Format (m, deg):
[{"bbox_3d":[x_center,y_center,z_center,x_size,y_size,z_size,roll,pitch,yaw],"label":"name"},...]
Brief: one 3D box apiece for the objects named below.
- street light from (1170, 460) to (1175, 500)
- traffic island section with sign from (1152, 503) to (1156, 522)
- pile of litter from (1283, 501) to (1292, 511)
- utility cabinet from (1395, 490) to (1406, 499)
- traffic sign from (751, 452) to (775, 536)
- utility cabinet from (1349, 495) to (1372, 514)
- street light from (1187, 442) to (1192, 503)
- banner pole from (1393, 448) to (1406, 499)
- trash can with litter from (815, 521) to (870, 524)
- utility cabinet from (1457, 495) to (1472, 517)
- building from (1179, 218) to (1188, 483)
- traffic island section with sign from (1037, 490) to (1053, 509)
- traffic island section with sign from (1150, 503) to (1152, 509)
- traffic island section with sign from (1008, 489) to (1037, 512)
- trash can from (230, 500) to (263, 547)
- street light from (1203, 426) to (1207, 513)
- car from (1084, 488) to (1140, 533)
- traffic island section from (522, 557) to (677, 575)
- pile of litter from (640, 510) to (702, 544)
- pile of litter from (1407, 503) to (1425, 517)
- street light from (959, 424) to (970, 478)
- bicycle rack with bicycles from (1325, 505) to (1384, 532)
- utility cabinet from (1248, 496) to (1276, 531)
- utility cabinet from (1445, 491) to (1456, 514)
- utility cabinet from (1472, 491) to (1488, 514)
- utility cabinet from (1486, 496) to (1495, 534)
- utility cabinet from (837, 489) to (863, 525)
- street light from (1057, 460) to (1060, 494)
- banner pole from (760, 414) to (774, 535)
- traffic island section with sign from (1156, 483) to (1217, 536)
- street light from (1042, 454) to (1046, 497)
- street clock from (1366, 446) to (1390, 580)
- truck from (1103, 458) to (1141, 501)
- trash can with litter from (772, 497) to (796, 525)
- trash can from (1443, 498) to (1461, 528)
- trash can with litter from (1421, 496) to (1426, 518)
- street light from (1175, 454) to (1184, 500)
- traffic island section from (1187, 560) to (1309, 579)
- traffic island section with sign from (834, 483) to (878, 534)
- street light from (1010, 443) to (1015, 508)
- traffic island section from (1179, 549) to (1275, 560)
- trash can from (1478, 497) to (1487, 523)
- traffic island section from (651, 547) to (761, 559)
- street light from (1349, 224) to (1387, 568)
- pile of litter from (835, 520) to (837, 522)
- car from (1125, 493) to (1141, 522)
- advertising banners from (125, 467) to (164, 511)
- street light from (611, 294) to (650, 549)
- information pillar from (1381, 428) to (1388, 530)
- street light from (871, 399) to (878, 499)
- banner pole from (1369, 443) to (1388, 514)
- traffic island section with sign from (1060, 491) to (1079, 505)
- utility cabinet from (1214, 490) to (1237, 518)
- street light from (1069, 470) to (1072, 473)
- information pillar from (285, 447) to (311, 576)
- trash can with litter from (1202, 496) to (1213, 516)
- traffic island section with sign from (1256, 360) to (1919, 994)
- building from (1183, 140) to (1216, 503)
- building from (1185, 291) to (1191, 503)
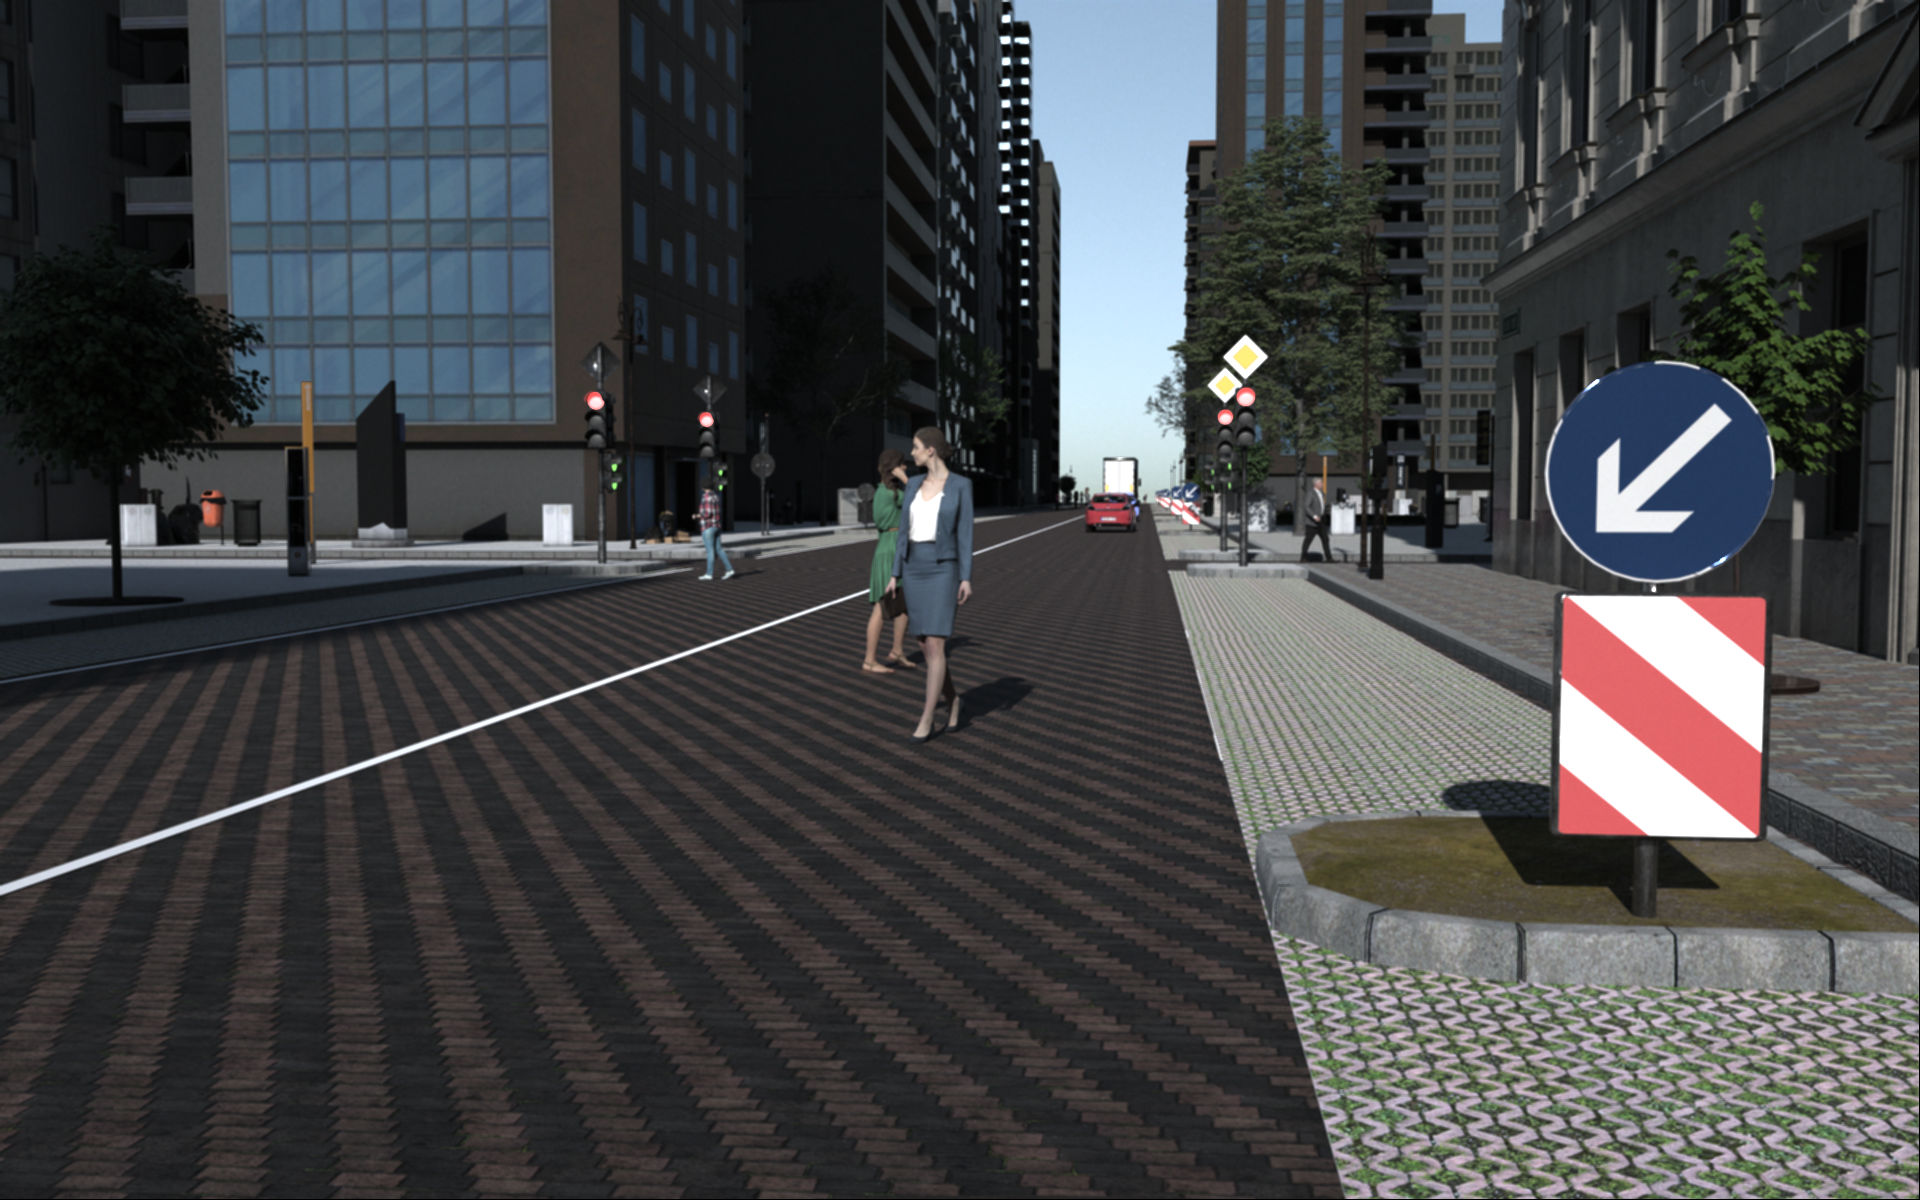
[{"bbox_3d":[28.997,-15.997,234.331,0.468,5.910,1.993,0,4,6],"label":"street light"},{"bbox_3d":[10.873,-4.832,87.628,1.989,1.847,2.006,0,4,6],"label":"traffic island section with sign"},{"bbox_3d":[19.778,-5.441,102.926,1.176,0.858,1.719,3,5,43],"label":"pile of litter"},{"bbox_3d":[25.071,-5.507,98.716,0.318,1.500,1.173,2,4,29],"label":"utility cabinet"},{"bbox_3d":[-6.043,-3.237,53.029,0.768,2.556,0.104,1,4,10],"label":"traffic sign"},{"bbox_3d":[18.229,-4.138,78.813,1.020,1.237,0.306,1,4,13],"label":"utility cabinet"},{"bbox_3d":[20.150,-10.966,152.086,0.468,5.910,1.993,0,4,6],"label":"street light"},{"bbox_3d":[23.627,-6.327,93.460,0.863,3.779,0.401,-1,4,-12],"label":"banner pole"},{"bbox_3d":[-5.099,-3.871,74.348,2.233,1.210,1.678,1,4,16],"label":"trash can with litter"},{"bbox_3d":[27.869,-5.172,95.726,1.020,1.237,0.306,-3,5,-39],"label":"utility cabinet"},{"bbox_3d":[44.511,-38.835,254.552,23.786,49.044,30.456,0,4,6],"label":"building"},{"bbox_3d":[7.849,-9.613,165.804,1.989,1.847,2.006,0,4,6],"label":"traffic island section with sign"},{"bbox_3d":[16.337,-7.924,138.185,1.989,1.847,2.006,0,4,6],"label":"traffic island section with sign"},{"bbox_3d":[4.907,-7.952,138.642,1.989,1.847,2.006,0,4,6],"label":"traffic island section with sign"},{"bbox_3d":[-17.502,-1.888,42.519,0.748,1.137,0.748,0,3,0],"label":"trash can"},{"bbox_3d":[16.303,-8.726,115.457,0.468,5.910,1.993,0,4,6],"label":"street light"},{"bbox_3d":[5.778,-3.489,66.083,2.155,1.783,4.494,0,4,8],"label":"car"},{"bbox_3d":[-6.624,-0.594,31.994,2.009,0.180,2.903,0,4,6],"label":"traffic island section"},{"bbox_3d":[-7.549,-1.920,45.360,1.719,0.858,1.176,-1,4,-17],"label":"pile of litter"},{"bbox_3d":[21.259,-4.135,81.570,1.719,0.858,1.176,1,4,18],"label":"pile of litter"},{"bbox_3d":[0.175,-8.606,113.490,0.468,5.910,1.993,0,4,6],"label":"street light"},{"bbox_3d":[12.872,-2.769,58.660,2.925,0.926,2.852,-3,5,-39],"label":"bicycle rack with bicycles"},{"bbox_3d":[10.597,-3.040,60.864,1.020,1.237,0.306,3,5,40],"label":"utility cabinet"},{"bbox_3d":[31.058,-6.178,109.693,0.318,1.500,1.173,3,4,36],"label":"utility cabinet"},{"bbox_3d":[32.320,-6.058,107.726,1.173,1.500,0.318,-3,4,-38],"label":"utility cabinet"},{"bbox_3d":[17.633,-2.768,56.416,1.020,1.237,0.306,-2,4,-25],"label":"utility cabinet"},{"bbox_3d":[-4.481,-3.774,70.377,0.318,1.500,1.173,3,5,40],"label":"utility cabinet"},{"bbox_3d":[13.417,-16.119,236.326,0.468,5.910,1.993,0,4,6],"label":"street light"},{"bbox_3d":[-6.052,-3.894,53.689,0.401,3.779,0.863,1,4,15],"label":"banner pole"},{"bbox_3d":[7.906,-3.154,60.196,1.989,1.847,2.006,0,4,6],"label":"traffic island section with sign"},{"bbox_3d":[9.633,-13.878,199.690,0.468,5.910,1.993,0,4,6],"label":"street light"},{"bbox_3d":[6.271,-1.311,26.010,0.358,2.002,0.471,0,4,8],"label":"street clock"},{"bbox_3d":[12.969,-9.173,138.893,2.839,4.237,11.283,0,4,7],"label":"truck"},{"bbox_3d":[-7.282,-3.665,71.312,1.055,1.170,0.624,2,4,30],"label":"trash can with litter"},{"bbox_3d":[18.399,-3.260,64.960,0.748,1.137,0.748,0,3,0],"label":"trash can"},{"bbox_3d":[20.976,-4.175,79.326,2.233,1.210,1.678,-2,4,-32],"label":"trash can with litter"},{"bbox_3d":[25.136,-13.752,197.625,0.468,5.910,1.993,0,4,6],"label":"street light"},{"bbox_3d":[5.049,-0.517,30.732,2.009,0.180,2.903,0,4,6],"label":"traffic island section"},{"bbox_3d":[-3.376,-3.266,62.027,1.989,1.847,2.006,0,4,6],"label":"traffic island section with sign"},{"bbox_3d":[4.623,-11.086,154.038,0.468,5.910,1.993,0,4,6],"label":"street light"},{"bbox_3d":[5.907,-1.002,38.671,2.009,0.180,2.903,0,4,6],"label":"traffic island section"},{"bbox_3d":[23.235,-3.961,76.409,0.748,1.137,0.748,0,3,0],"label":"trash can"},{"bbox_3d":[-5.766,-1.080,39.933,2.009,0.180,2.903,0,4,6],"label":"traffic island section"},{"bbox_3d":[7.027,-3.498,29.986,0.468,5.910,1.993,0,4,6],"label":"street light"},{"bbox_3d":[-4.973,-3.942,78.414,1.176,0.858,1.719,-2,4,-33],"label":"pile of litter"},{"bbox_3d":[8.601,-5.021,91.683,1.945,1.707,3.694,0,4,4],"label":"car"},{"bbox_3d":[-21.899,-3.072,46.410,0.090,3.025,2.074,0,4,2],"label":"advertising banners"},{"bbox_3d":[-7.625,-4.126,40.244,0.468,5.910,1.993,0,4,6],"label":"street light"},{"bbox_3d":[15.178,-4.317,61.934,0.183,3.616,0.504,0,4,3],"label":"information pillar"},{"bbox_3d":[-3.819,-6.366,76.877,0.468,5.910,1.993,0,4,6],"label":"street light"},{"bbox_3d":[18.142,-5.206,75.135,0.863,3.779,0.401,-1,4,-9],"label":"banner pole"},{"bbox_3d":[13.745,-12.957,220.470,1.989,1.847,2.006,0,4,6],"label":"traffic island section with sign"},{"bbox_3d":[14.191,-5.129,92.532,1.173,1.500,0.318,2,4,24],"label":"utility cabinet"},{"bbox_3d":[17.494,-18.369,273.119,0.468,5.910,1.993,0,4,6],"label":"street light"},{"bbox_3d":[-10.336,-1.380,27.050,0.304,2.012,0.304,-1,4,-11],"label":"information pillar"},{"bbox_3d":[14.159,-5.360,99.030,0.624,1.170,1.055,0,4,8],"label":"trash can with litter"},{"bbox_3d":[2.057,0.164,5.945,1.989,1.847,2.006,0,4,6],"label":"traffic island section with sign"},{"bbox_3d":[38.461,-34.001,210.547,22.147,44.769,28.867,0,4,6],"label":"building"},{"bbox_3d":[37.490,-28.245,233.506,14.160,30.474,14.107,0,4,6],"label":"building"}]
